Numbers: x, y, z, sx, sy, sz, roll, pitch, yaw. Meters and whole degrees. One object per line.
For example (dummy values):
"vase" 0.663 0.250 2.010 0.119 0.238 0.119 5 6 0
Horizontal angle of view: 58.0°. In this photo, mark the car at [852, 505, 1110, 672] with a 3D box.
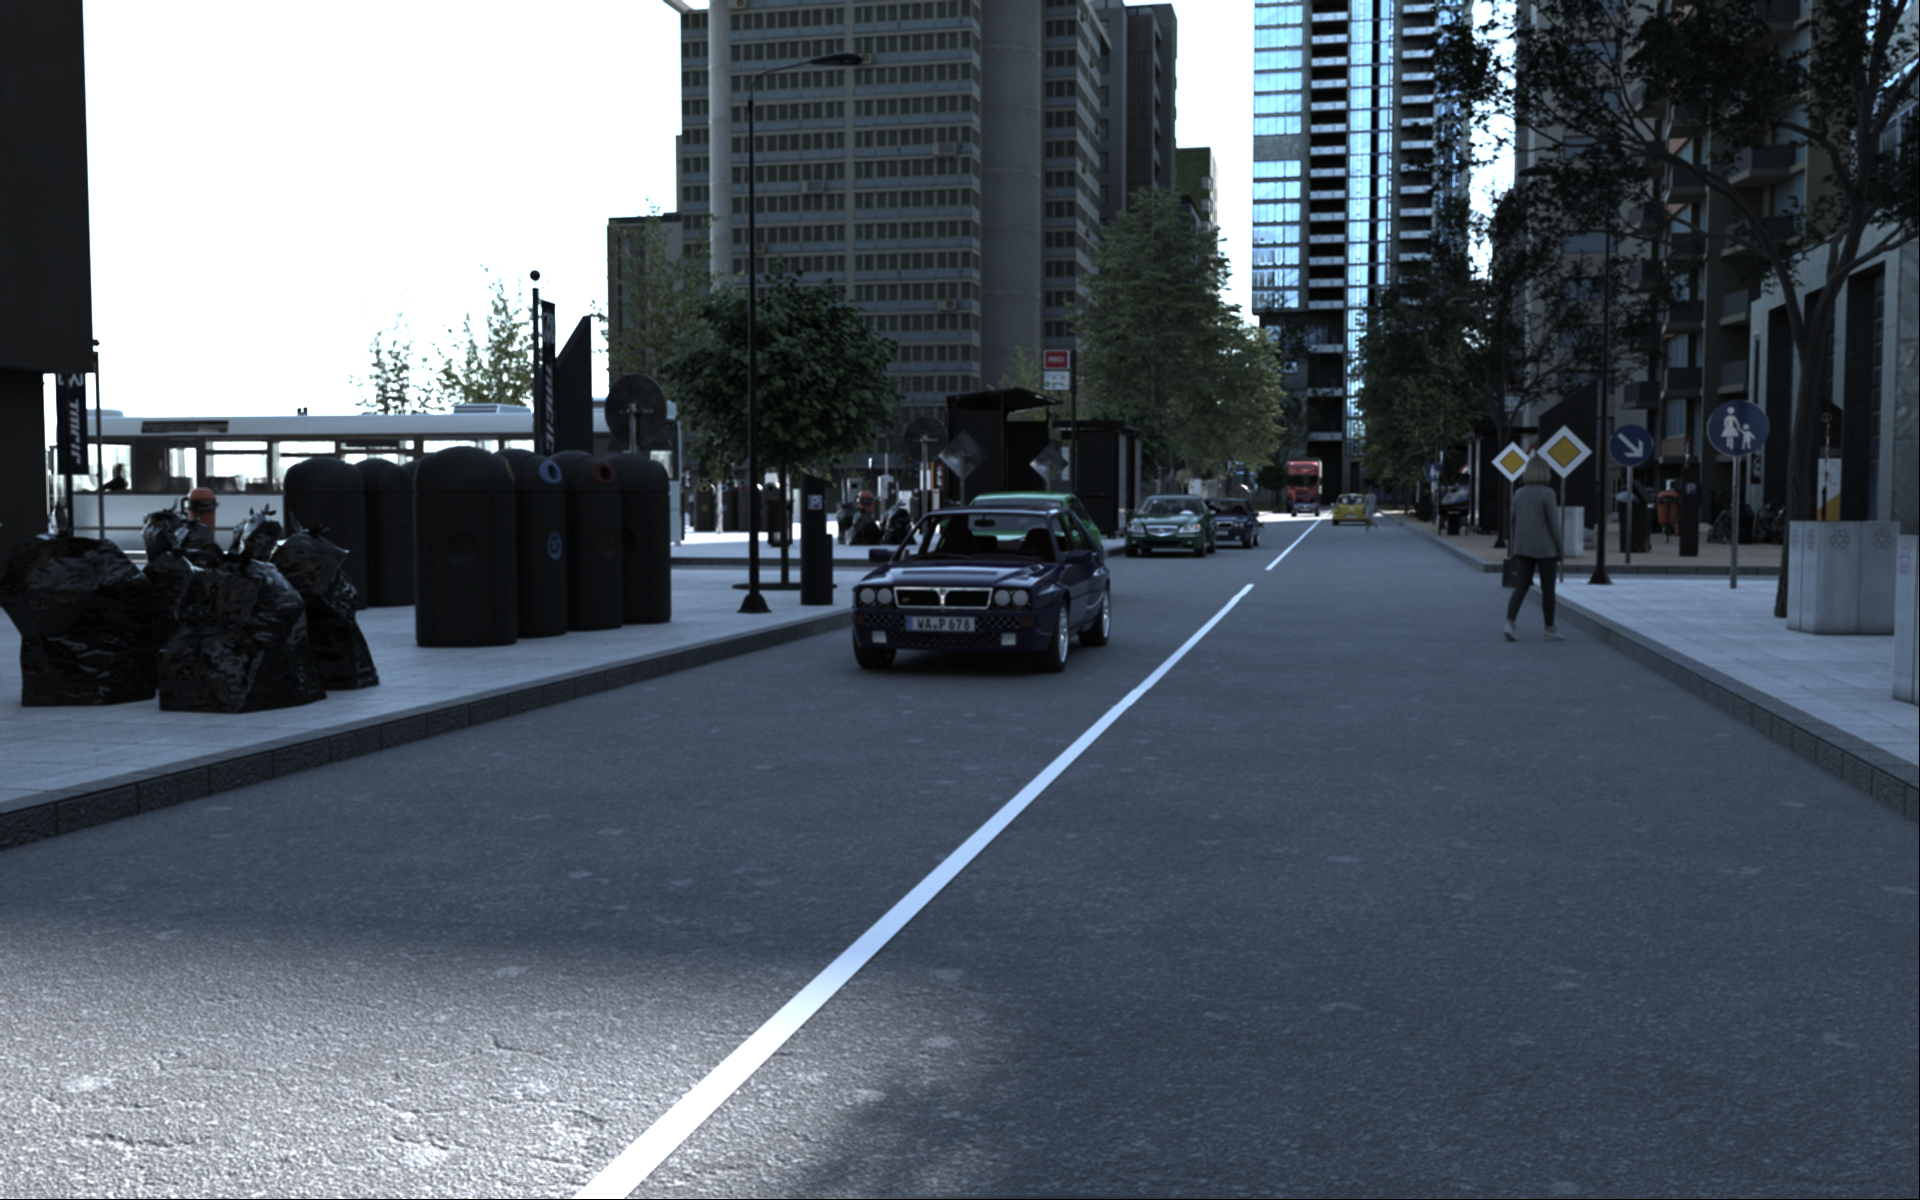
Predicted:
"car" 0.275 -0.166 15.287 1.945 1.354 3.894 1 4 13

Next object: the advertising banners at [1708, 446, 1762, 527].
"advertising banners" 21.064 -3.103 46.926 2.074 3.025 0.090 -2 4 -26

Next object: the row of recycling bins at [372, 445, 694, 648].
"row of recycling bins" -3.818 -0.547 16.060 1.069 1.692 3.534 1 4 19

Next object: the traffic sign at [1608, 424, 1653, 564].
"traffic sign" 12.299 -1.939 31.814 0.768 2.556 0.104 1 4 22

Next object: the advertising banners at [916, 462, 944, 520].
"advertising banners" -0.468 -3.615 55.286 2.074 3.025 0.090 -2 4 -28

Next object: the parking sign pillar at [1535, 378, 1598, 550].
"parking sign pillar" 14.128 -3.178 40.426 1.447 3.967 1.447 0 4 6

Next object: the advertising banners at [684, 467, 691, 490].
"advertising banners" -16.906 -7.096 112.206 2.074 3.025 0.090 -1 4 -22

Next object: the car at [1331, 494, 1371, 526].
"car" 18.181 -4.284 80.267 2.015 1.641 3.980 1 4 14

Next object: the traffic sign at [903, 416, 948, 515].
"traffic sign" -0.571 -1.719 28.208 0.768 2.556 0.104 1 4 17

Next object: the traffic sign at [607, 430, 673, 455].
"traffic sign" -3.956 -1.306 21.353 0.884 2.594 0.081 1 4 15

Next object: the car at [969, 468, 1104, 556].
"car" 0.836 -0.873 23.068 1.959 1.807 4.718 1 4 12

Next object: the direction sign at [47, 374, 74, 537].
"direction sign" -11.600 -1.868 22.538 0.379 3.537 0.876 -2 4 -25

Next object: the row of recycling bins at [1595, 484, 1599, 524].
"row of recycling bins" 25.952 -4.112 74.342 3.534 1.692 1.069 0 4 -6

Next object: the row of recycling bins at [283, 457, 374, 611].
"row of recycling bins" -6.623 -0.815 20.436 1.069 1.692 3.534 1 4 15

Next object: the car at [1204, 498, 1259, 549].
"car" 7.103 -2.086 46.687 1.945 1.354 3.894 1 4 13

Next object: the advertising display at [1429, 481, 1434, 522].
"advertising display" 21.817 -4.490 78.619 0.974 1.923 0.123 0 4 2

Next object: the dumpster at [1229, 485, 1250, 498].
"dumpster" 17.343 -6.241 107.806 1.264 1.857 1.865 1 4 13

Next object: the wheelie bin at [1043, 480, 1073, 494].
"wheelie bin" 2.176 -1.918 39.271 0.980 1.594 0.693 0 4 -7

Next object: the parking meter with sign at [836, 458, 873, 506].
"parking meter with sign" -5.101 -5.362 83.934 1.738 3.016 0.543 -1 4 -14

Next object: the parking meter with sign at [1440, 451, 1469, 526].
"parking meter with sign" 20.220 -4.486 69.604 1.738 3.016 0.543 0 4 3

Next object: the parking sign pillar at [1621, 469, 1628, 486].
"parking sign pillar" 39.202 -6.872 100.825 1.447 3.967 1.447 1 4 9

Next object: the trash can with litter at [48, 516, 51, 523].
"trash can with litter" -40.349 -4.028 77.237 0.624 1.170 1.055 2 4 32

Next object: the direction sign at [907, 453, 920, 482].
"direction sign" -2.504 -6.137 92.343 0.876 3.537 0.379 3 4 38

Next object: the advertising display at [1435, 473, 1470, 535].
"advertising display" 15.352 -2.975 53.851 0.974 1.923 0.123 0 4 -3

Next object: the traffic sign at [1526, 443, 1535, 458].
"traffic sign" 14.596 -2.702 44.174 0.884 2.594 0.081 1 4 19

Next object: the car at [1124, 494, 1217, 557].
"car" 5.013 -1.777 40.859 2.131 1.459 4.920 1 4 13

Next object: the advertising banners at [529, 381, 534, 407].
"advertising banners" -6.622 -1.942 27.947 0.090 3.025 2.074 0 4 3

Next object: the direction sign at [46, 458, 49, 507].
"direction sign" -43.172 -5.507 82.033 0.876 3.537 0.379 -1 4 -18

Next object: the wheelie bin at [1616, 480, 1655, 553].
"wheelie bin" 14.797 -1.841 38.002 0.693 1.594 0.980 2 4 35

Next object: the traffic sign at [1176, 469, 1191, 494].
"traffic sign" 11.209 -5.322 87.116 0.768 2.556 0.104 1 4 18

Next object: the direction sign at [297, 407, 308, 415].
"direction sign" -17.116 -3.252 45.175 0.379 3.537 0.876 -3 4 -37

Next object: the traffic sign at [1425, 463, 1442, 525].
"traffic sign" 19.356 -4.315 70.651 0.768 2.556 0.104 1 4 13

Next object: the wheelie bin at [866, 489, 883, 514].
"wheelie bin" -5.158 -6.181 108.966 0.980 1.594 0.693 -2 4 -24

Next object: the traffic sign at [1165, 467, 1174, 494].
"traffic sign" 8.789 -4.542 74.359 0.768 2.556 0.104 1 4 20

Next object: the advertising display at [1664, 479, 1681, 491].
"advertising display" 29.745 -4.089 72.070 0.974 1.923 0.123 -1 4 -11

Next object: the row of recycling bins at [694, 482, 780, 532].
"row of recycling bins" -7.548 -3.180 59.112 3.534 1.692 1.069 2 4 25

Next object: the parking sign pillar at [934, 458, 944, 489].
"parking sign pillar" -1.473 -6.938 101.914 1.447 3.967 1.447 0 4 -6

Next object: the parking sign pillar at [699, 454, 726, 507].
"parking sign pillar" -12.068 -5.873 84.488 1.447 3.967 1.447 0 4 -7

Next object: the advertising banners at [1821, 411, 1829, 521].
"advertising banners" 17.970 -2.433 35.968 0.090 3.025 2.074 2 4 28

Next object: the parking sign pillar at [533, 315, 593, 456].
"parking sign pillar" -5.849 -2.270 25.583 1.447 3.967 1.447 1 4 9

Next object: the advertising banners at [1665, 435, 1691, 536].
"advertising banners" 21.845 -3.455 52.681 0.090 3.025 2.074 0 4 5

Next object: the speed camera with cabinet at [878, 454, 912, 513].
"speed camera with cabinet" -2.967 -5.550 85.083 2.038 3.252 0.660 -1 4 -14

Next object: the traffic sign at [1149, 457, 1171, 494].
"traffic sign" 6.835 -3.617 59.251 0.768 2.556 0.104 1 4 18

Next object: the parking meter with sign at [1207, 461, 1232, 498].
"parking meter with sign" 13.482 -5.845 91.827 1.738 3.016 0.543 2 4 34

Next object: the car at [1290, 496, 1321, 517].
"car" 22.109 -6.005 110.760 1.945 1.354 3.894 1 4 12

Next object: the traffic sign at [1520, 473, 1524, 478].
"traffic sign" 20.044 -3.829 62.714 0.768 2.556 0.104 1 4 22

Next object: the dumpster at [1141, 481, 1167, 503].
"dumpster" 7.986 -4.109 72.945 1.264 1.857 1.865 1 4 13

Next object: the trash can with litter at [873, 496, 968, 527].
"trash can with litter" -0.490 -1.532 36.106 2.233 1.210 1.678 -1 4 -15

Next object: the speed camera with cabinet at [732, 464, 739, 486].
"speed camera with cabinet" -14.671 -6.872 106.686 2.038 3.252 0.660 0 4 2

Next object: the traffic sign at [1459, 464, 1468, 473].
"traffic sign" 21.399 -4.451 72.881 0.768 2.556 0.104 1 4 19
